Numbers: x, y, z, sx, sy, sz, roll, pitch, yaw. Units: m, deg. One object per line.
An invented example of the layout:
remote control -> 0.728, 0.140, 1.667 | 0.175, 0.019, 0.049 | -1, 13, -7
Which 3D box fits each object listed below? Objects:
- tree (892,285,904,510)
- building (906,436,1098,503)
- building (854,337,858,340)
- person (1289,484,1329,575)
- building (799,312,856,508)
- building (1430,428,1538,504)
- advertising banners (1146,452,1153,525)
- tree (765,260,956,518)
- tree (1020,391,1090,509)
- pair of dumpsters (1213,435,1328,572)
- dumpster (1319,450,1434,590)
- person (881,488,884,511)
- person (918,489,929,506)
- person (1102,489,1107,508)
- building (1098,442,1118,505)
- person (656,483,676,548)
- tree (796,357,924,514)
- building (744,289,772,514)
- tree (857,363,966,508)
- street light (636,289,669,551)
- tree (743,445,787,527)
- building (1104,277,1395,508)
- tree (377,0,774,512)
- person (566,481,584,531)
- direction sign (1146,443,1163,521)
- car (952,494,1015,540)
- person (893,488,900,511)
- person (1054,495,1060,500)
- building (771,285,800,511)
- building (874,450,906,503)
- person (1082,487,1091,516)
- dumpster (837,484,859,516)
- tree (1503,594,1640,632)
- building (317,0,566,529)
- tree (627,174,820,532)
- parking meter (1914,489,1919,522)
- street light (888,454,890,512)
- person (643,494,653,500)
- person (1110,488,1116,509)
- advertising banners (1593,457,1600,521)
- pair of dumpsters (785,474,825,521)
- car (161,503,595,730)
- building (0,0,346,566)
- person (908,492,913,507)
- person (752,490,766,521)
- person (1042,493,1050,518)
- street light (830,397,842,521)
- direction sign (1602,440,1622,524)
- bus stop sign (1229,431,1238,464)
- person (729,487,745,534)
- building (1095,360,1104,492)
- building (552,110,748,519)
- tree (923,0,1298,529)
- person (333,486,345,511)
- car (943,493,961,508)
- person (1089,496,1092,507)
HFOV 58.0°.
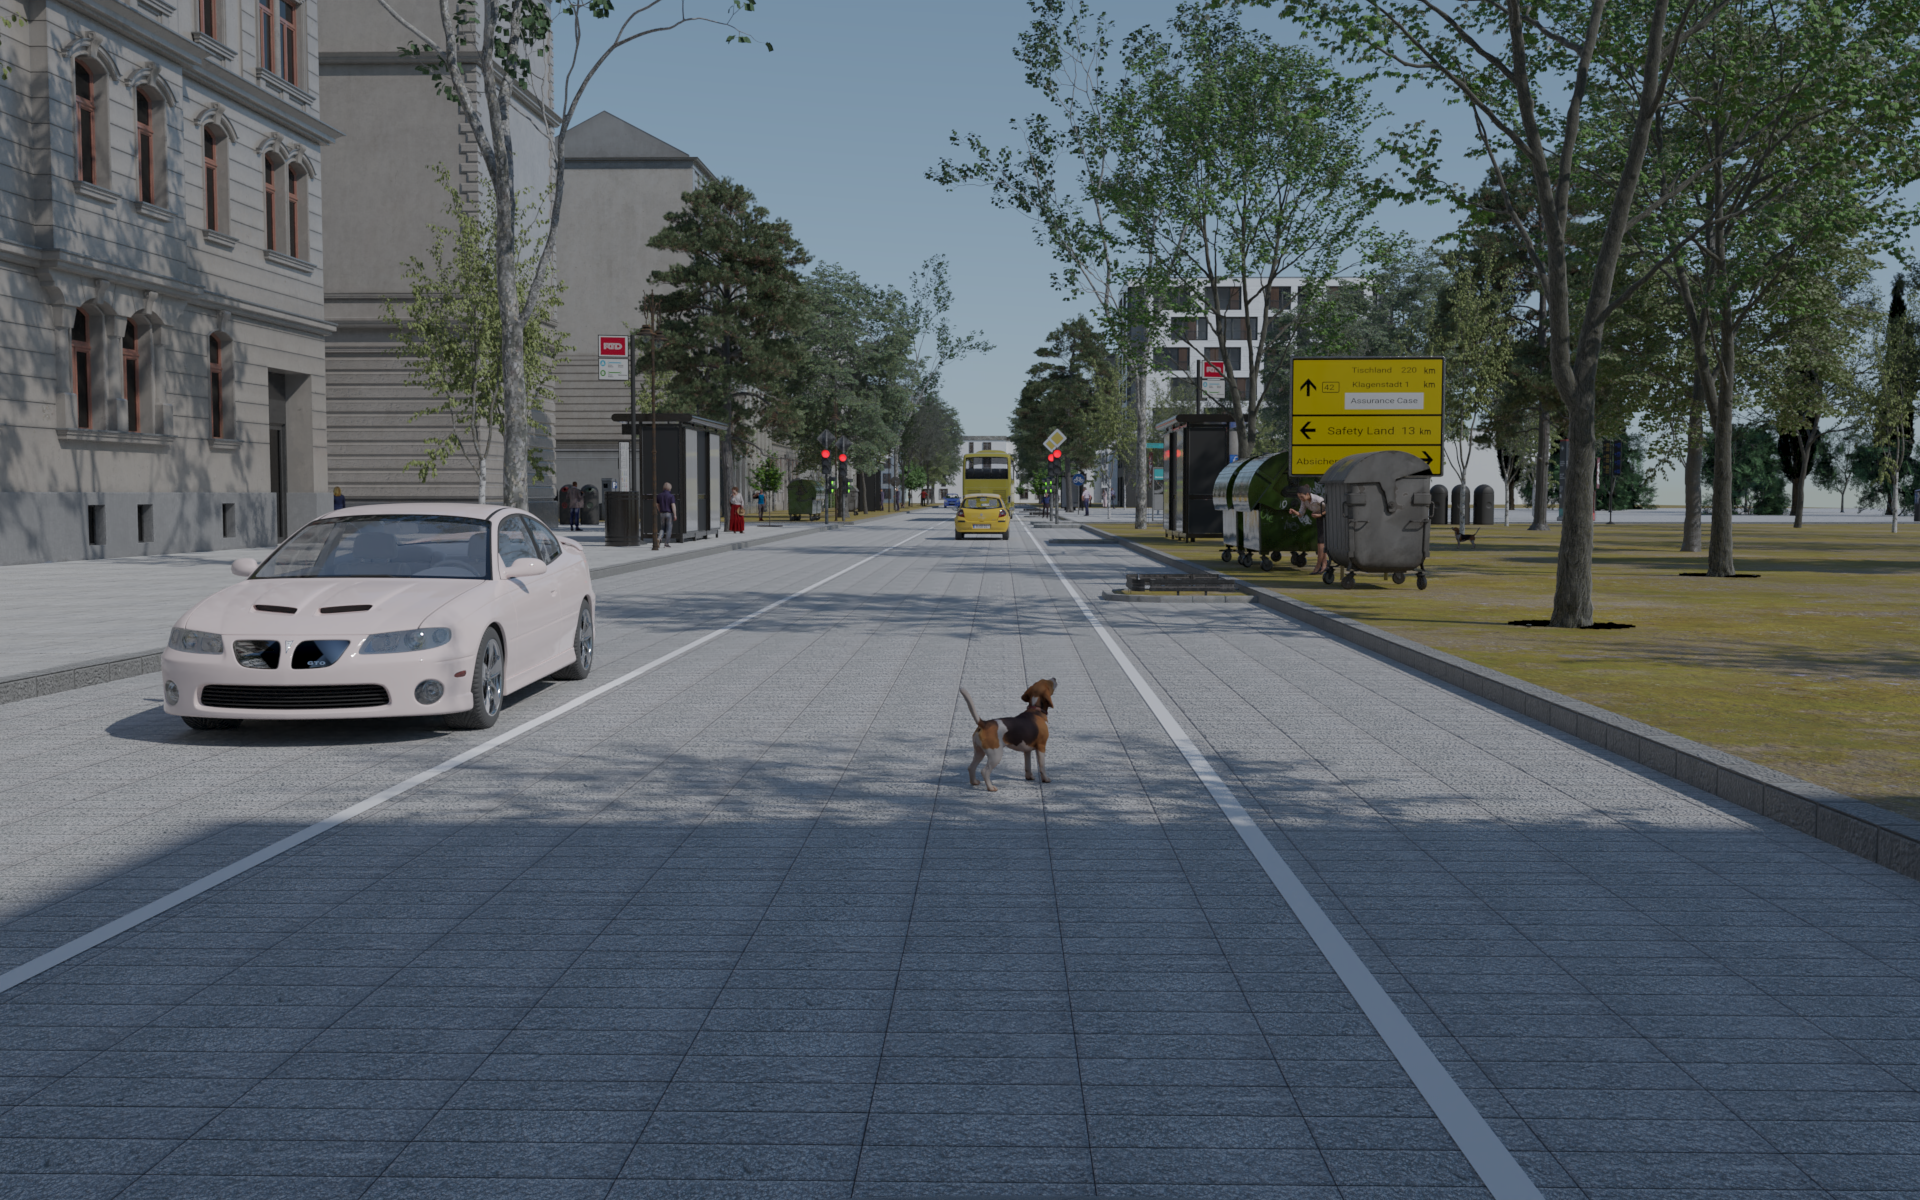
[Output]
tree -> -3.852, -17.128, 135.927 | 12.611, 20.169, 13.585 | 0, 3, 0
building -> 6.703, -19.060, 253.779 | 28.070, 9.664, 9.099 | 0, 4, 1
building -> -19.205, -21.378, 205.955 | 16.016, 20.091, 11.380 | 0, 4, 1
person -> 5.618, -1.121, 27.555 | 0.628, 1.438, 0.799 | 1, 4, 22
building -> -19.813, -18.758, 173.153 | 16.747, 18.905, 31.486 | 0, 4, 1
building -> 69.399, -16.940, 219.113 | 28.070, 9.664, 9.099 | 0, 4, 1
advertising banners -> 7.713, -4.662, 72.409 | 0.090, 3.025, 2.074 | -1, 4, -13
tree -> -6.362, -11.441, 93.720 | 9.857, 13.997, 8.962 | 0, 3, 0
tree -> 8.736, -13.371, 153.025 | 7.601, 10.594, 8.767 | 1, 4, 14
pair of dumpsters -> 5.522, -1.717, 30.574 | 1.574, 2.255, 4.436 | 0, 4, 1
dumpster -> 5.728, -1.106, 23.836 | 1.264, 1.857, 1.865 | 0, 4, 1
person -> -5.943, -7.628, 131.672 | 0.530, 1.710, 0.541 | 2, 4, 29
person -> -3.779, -10.675, 180.522 | 1.348, 1.831, 0.705 | 1, 4, 21
person -> 13.496, -9.485, 161.796 | 0.551, 1.740, 0.621 | 2, 4, 35
building -> 22.436, -16.415, 210.532 | 9.099, 9.664, 28.070 | 0, 4, 1
person -> -7.041, -2.008, 41.079 | 0.471, 1.553, 0.569 | -2, 4, -34
tree -> -6.191, -10.770, 110.506 | 8.767, 10.594, 7.601 | -2, 4, -34
building -> -18.990, -16.014, 116.573 | 10.420, 20.320, 16.860 | 0, 4, 1
tree -> -5.017, -14.964, 155.024 | 12.009, 13.543, 11.850 | 0, 3, 0
street light -> -6.938, -4.064, 39.228 | 0.468, 5.910, 1.993 | 0, 4, 1
tree -> -7.495, -4.505, 68.264 | 1.663, 3.219, 1.824 | 0, 3, 0
building -> 30.118, -20.507, 179.263 | 27.936, 21.610, 32.646 | 0, 4, 1
tree -> -7.950, -10.432, 26.447 | 12.611, 20.169, 13.585 | 0, 3, 0
person -> -13.377, -3.270, 60.336 | 0.655, 1.722, 0.431 | 2, 4, 27
direction sign -> 9.646, -5.699, 81.941 | 2.525, 3.948, 1.411 | -1, 4, -19
car -> 0.734, -2.755, 55.268 | 2.015, 1.641, 3.980 | 0, 4, 2
person -> -4.857, -7.692, 132.255 | 0.568, 1.767, 0.683 | -2, 4, -34
person -> 8.138, -8.365, 145.994 | 0.628, 1.438, 0.799 | 0, 4, -7
building -> -18.721, -18.307, 135.473 | 11.583, 22.565, 21.152 | 0, 4, 1
building -> -21.893, -19.066, 253.873 | 28.070, 9.664, 9.099 | 0, 4, 1
person -> 7.352, -5.784, 101.553 | 0.756, 1.711, 0.436 | -2, 4, -33
dumpster -> -6.697, -5.949, 103.020 | 1.264, 1.857, 1.865 | 0, 4, 1
tree -> 5.851, -5.533, 16.228 | 9.928, 11.665, 9.643 | 0, 3, 0
building -> -24.557, -14.155, 60.308 | 19.941, 23.489, 11.050 | 0, 4, 1
tree -> -7.865, -8.334, 58.311 | 6.751, 12.117, 7.091 | 0, 3, 0
parking meter -> 44.575, -4.410, 80.518 | 0.372, 1.533, 0.369 | 0, 3, 0
street light -> -4.996, -9.114, 121.800 | 0.468, 5.910, 1.993 | 0, 4, 1
person -> -15.948, -4.924, 88.514 | 0.963, 1.587, 0.435 | 1, 4, 16
person -> 13.204, -8.842, 150.479 | 0.709, 1.838, 0.599 | 0, 4, -5
advertising banners -> 30.008, -5.250, 82.030 | 0.090, 3.025, 2.074 | 2, 4, 35
pair of dumpsters -> -7.430, -4.924, 82.995 | 1.574, 2.255, 4.436 | 0, 4, 1
car -> -3.792, 0.019, 12.048 | 2.083, 1.381, 4.827 | 0, 4, -1
building -> -23.112, -15.098, 34.249 | 14.401, 28.519, 23.554 | 0, 4, 1
person -> -5.179, -10.565, 178.803 | 0.705, 1.821, 1.348 | 1, 4, 15
person -> -9.581, -4.583, 82.849 | 0.647, 1.594, 0.662 | -2, 4, -29
person -> 5.006, -5.558, 102.060 | 0.574, 1.496, 0.600 | 2, 4, 33
street light -> -5.900, -6.702, 82.370 | 0.468, 5.910, 1.993 | 0, 4, 1
direction sign -> 27.490, -4.960, 73.090 | 0.379, 3.537, 0.876 | -2, 4, -34
bus stop sign -> 11.379, -5.118, 72.699 | 0.837, 3.901, 0.837 | -2, 4, -30
person -> -7.240, -2.920, 56.246 | 0.523, 1.526, 0.387 | 0, 4, -4
building -> 37.264, -25.551, 261.740 | 32.646, 21.610, 27.936 | 0, 4, 1
building -> -18.094, -15.237, 98.279 | 9.793, 20.994, 18.267 | 0, 4, 1
tree -> 5.518, -12.734, 64.098 | 12.611, 20.169, 13.585 | 0, 3, 0
person -> -18.771, -2.674, 52.307 | 0.480, 1.512, 0.613 | -3, 4, -37
car -> -0.806, -10.447, 180.400 | 1.945, 1.707, 3.694 | 0, 4, 1
person -> 13.218, -10.237, 176.648 | 0.421, 1.427, 0.697 | 3, 4, 38
